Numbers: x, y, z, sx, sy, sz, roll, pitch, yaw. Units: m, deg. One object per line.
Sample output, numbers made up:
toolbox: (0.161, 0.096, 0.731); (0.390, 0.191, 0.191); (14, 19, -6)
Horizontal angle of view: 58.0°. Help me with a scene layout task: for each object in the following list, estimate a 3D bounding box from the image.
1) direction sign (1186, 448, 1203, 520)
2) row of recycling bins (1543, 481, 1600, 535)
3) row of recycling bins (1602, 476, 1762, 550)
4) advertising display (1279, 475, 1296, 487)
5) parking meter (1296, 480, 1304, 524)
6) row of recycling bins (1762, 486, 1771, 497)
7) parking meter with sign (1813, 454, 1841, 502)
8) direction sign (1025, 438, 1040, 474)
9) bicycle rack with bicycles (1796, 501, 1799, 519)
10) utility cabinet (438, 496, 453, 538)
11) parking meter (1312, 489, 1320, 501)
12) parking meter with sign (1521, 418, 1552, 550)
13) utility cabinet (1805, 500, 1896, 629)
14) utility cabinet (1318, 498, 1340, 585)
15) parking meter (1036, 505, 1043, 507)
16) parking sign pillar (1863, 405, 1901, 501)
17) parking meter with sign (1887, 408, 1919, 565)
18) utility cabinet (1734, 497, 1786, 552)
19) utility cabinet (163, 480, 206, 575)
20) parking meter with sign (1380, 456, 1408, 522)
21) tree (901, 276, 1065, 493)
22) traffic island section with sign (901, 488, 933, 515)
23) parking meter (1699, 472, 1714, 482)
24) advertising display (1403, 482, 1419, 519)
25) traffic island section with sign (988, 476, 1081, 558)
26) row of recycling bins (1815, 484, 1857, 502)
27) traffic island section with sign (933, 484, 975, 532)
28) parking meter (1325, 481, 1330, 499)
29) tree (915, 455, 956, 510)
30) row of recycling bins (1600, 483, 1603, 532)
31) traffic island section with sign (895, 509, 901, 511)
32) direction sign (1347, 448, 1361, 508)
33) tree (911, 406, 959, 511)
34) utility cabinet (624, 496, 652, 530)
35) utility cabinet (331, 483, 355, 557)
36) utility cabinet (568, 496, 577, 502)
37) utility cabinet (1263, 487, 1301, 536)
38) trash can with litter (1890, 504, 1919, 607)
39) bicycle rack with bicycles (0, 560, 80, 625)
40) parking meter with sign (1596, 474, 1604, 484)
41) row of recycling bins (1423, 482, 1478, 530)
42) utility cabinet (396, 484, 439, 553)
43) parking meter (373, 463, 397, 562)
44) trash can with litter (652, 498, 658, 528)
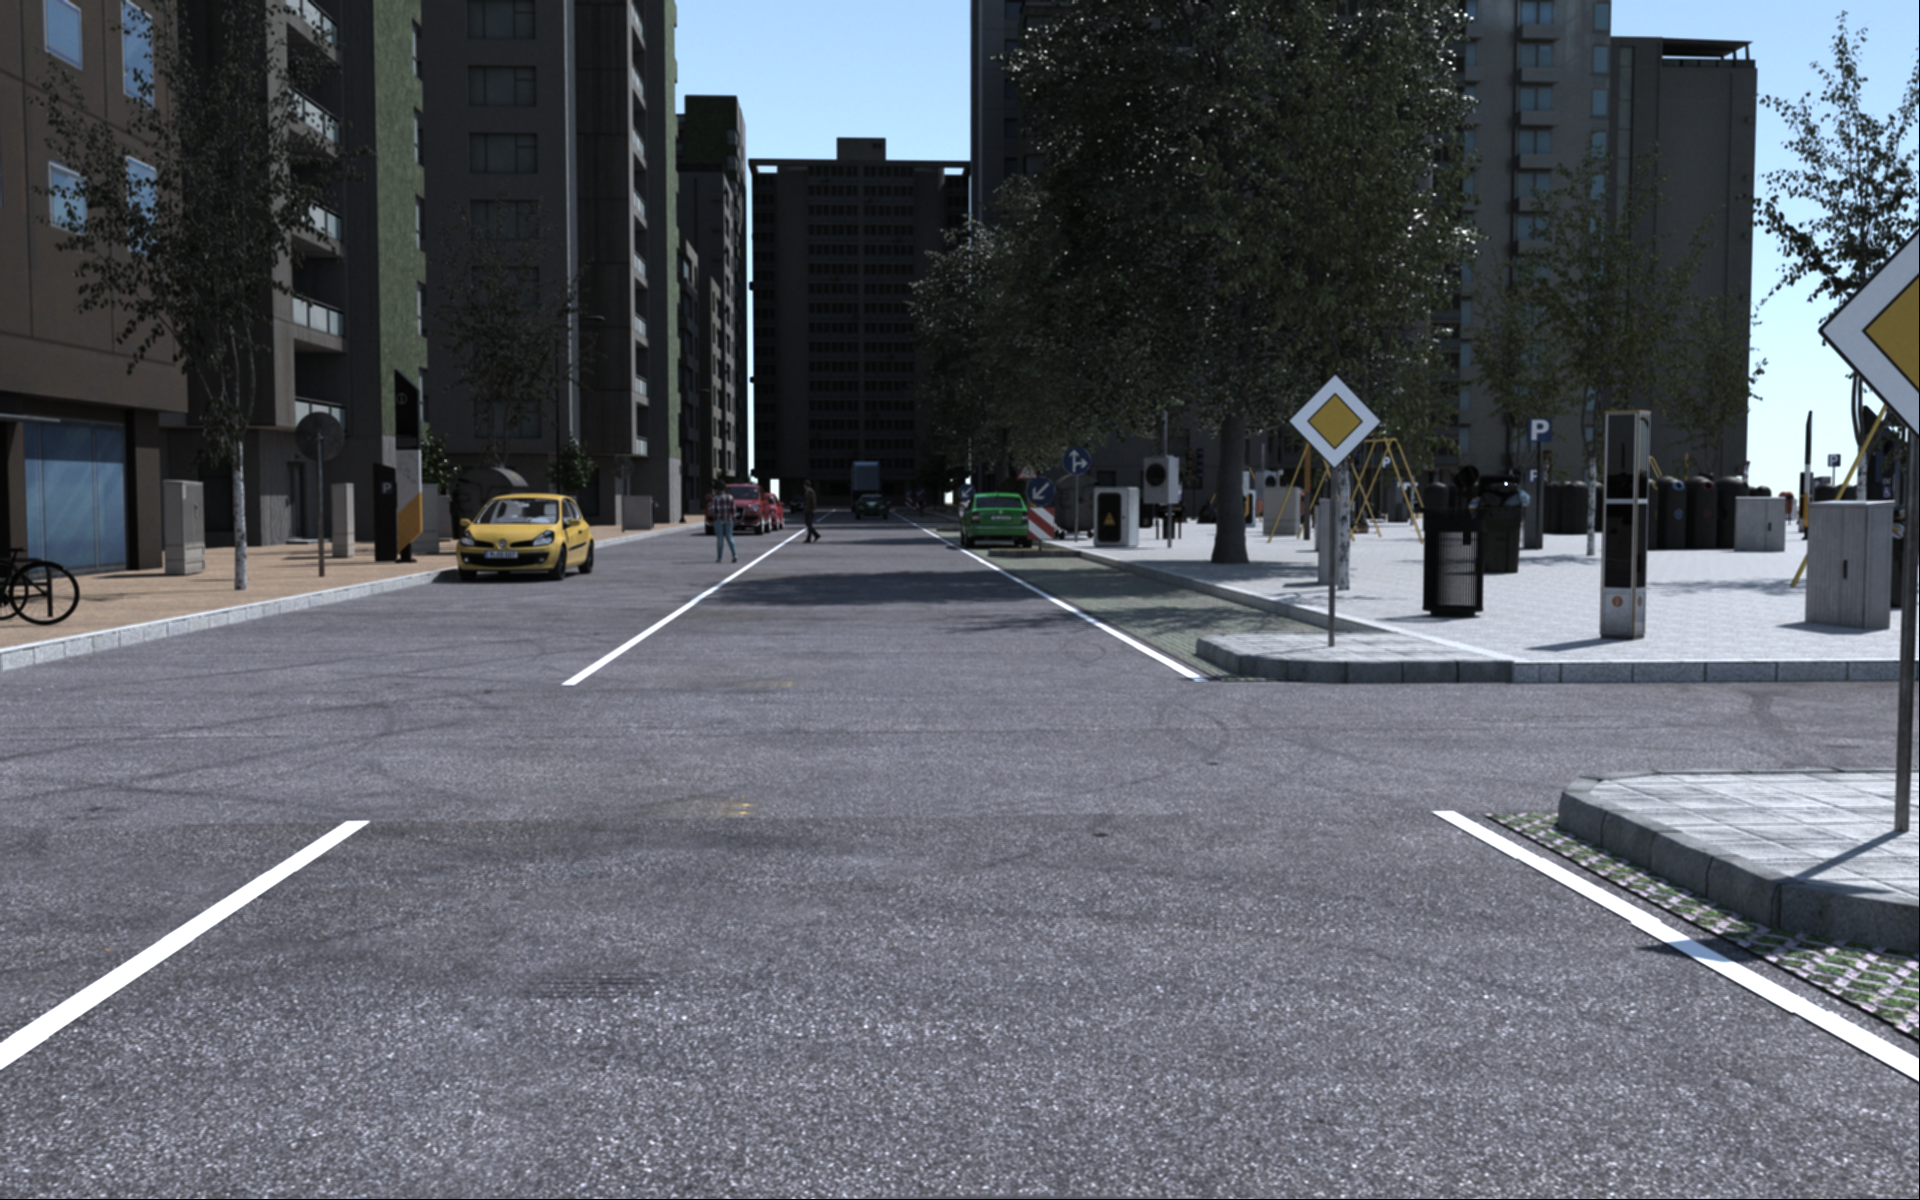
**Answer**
direction sign: (11.639, -5.751, 86.027); (0.876, 3.537, 0.379); (1, 4, 19)
row of recycling bins: (19.746, -3.027, 56.610); (1.069, 1.692, 3.534); (0, 4, 4)
row of recycling bins: (16.834, -2.035, 40.384); (3.534, 1.692, 1.069); (-1, 4, -21)
advertising display: (10.946, -3.221, 57.870); (0.123, 1.923, 0.974); (-1, 4, -17)
parking meter: (14.478, -4.148, 73.524); (0.399, 1.863, 0.255); (-1, 4, -14)
row of recycling bins: (39.902, -4.980, 88.532); (1.069, 1.692, 3.534); (-2, 4, -25)
parking meter with sign: (37.433, -4.833, 75.274); (1.738, 3.016, 0.543); (-2, 4, -28)
direction sign: (2.885, -4.707, 68.953); (0.379, 3.537, 0.876); (-3, 5, -40)
bicycle rack with bicycles: (43.889, -4.594, 88.488); (2.925, 0.926, 2.852); (-1, 4, -16)
utility cabinet: (-15.069, -2.415, 50.649); (1.020, 1.237, 0.306); (-1, 4, -23)
parking meter: (17.881, -4.811, 87.065); (0.372, 1.533, 0.369); (0, 3, 0)
parking meter with sign: (13.467, -2.713, 40.625); (0.543, 3.016, 1.738); (1, 4, 12)
utility cabinet: (8.669, -0.352, 16.918); (0.306, 1.237, 1.020); (0, 4, -3)
utility cabinet: (5.311, -0.837, 24.847); (0.306, 1.237, 1.020); (1, 4, 13)
parking meter: (3.396, -4.046, 74.570); (0.372, 1.533, 0.369); (0, 3, 0)
parking sign pillar: (28.148, -3.940, 52.891); (1.447, 3.967, 1.447); (-2, 4, -23)
parking meter with sign: (17.176, -2.139, 31.241); (0.543, 3.016, 1.738); (3, 5, 40)
utility cabinet: (17.946, -1.694, 38.860); (1.020, 1.237, 0.306); (1, 4, 20)
utility cabinet: (-12.382, -1.162, 27.681); (0.318, 1.500, 1.173); (-1, 4, -9)
parking meter with sign: (19.858, -5.061, 79.000); (0.543, 3.016, 1.738); (-1, 4, -19)
tree: (2.015, -11.036, 90.815); (12.009, 13.543, 11.850); (0, 3, 0)
traffic island section with sign: (-2.777, -6.578, 116.171); (1.989, 1.847, 2.006); (0, 4, -3)
parking meter: (19.688, -2.445, 45.694); (0.399, 1.863, 0.255); (2, 4, 29)
advertising display: (23.255, -5.164, 89.651); (0.974, 1.923, 0.123); (0, 4, -7)
traffic island section with sign: (1.668, -1.904, 39.765); (1.989, 1.847, 2.006); (0, 4, -3)
row of recycling bins: (35.586, -3.791, 69.095); (3.534, 1.692, 1.069); (-2, 4, -24)
traffic island section with sign: (0.106, -3.550, 66.675); (1.989, 1.847, 2.006); (0, 4, -3)
parking meter: (16.869, -4.484, 79.025); (0.399, 1.863, 0.255); (-2, 4, -33)
tree: (-1.936, -9.431, 137.906); (4.285, 4.588, 4.351); (0, 3, 0)
row of recycling bins: (22.282, -3.113, 58.004); (1.069, 1.692, 3.534); (-2, 4, -24)
traffic island section with sign: (-4.361, -8.233, 143.236); (1.989, 1.847, 2.006); (0, 4, -3)
direction sign: (13.775, -4.221, 61.016); (0.379, 3.537, 0.876); (-2, 4, -32)
tree: (-1.539, -11.047, 130.984); (4.737, 8.622, 4.395); (0, 3, 0)
utility cabinet: (-11.609, -3.126, 62.274); (1.020, 1.237, 0.306); (0, 4, -2)
utility cabinet: (-12.577, -1.627, 35.278); (0.318, 1.500, 1.173); (-1, 4, -13)
utility cabinet: (-10.915, -2.266, 48.219); (0.306, 1.237, 1.020); (-1, 4, -23)
utility cabinet: (9.881, -2.719, 53.140); (1.173, 1.500, 0.318); (3, 5, 45)
trash can with litter: (10.455, -0.520, 19.897); (0.624, 1.170, 1.055); (-2, 4, -29)
bicycle rack with bicycles: (-10.130, -0.221, 16.993); (2.925, 0.926, 2.852); (0, 4, -4)
parking meter with sign: (24.251, -4.206, 65.031); (0.543, 3.016, 1.738); (-2, 4, -35)
row of recycling bins: (18.064, -3.349, 61.866); (3.534, 1.692, 1.069); (-2, 4, -28)
utility cabinet: (-11.842, -1.747, 37.237); (1.173, 1.500, 0.318); (-2, 4, -29)
parking meter: (-10.927, -1.667, 32.966); (0.399, 1.863, 0.255); (-3, 4, -36)
trash can with litter: (-11.634, -3.244, 64.432); (0.624, 1.170, 1.055); (0, 4, 3)
